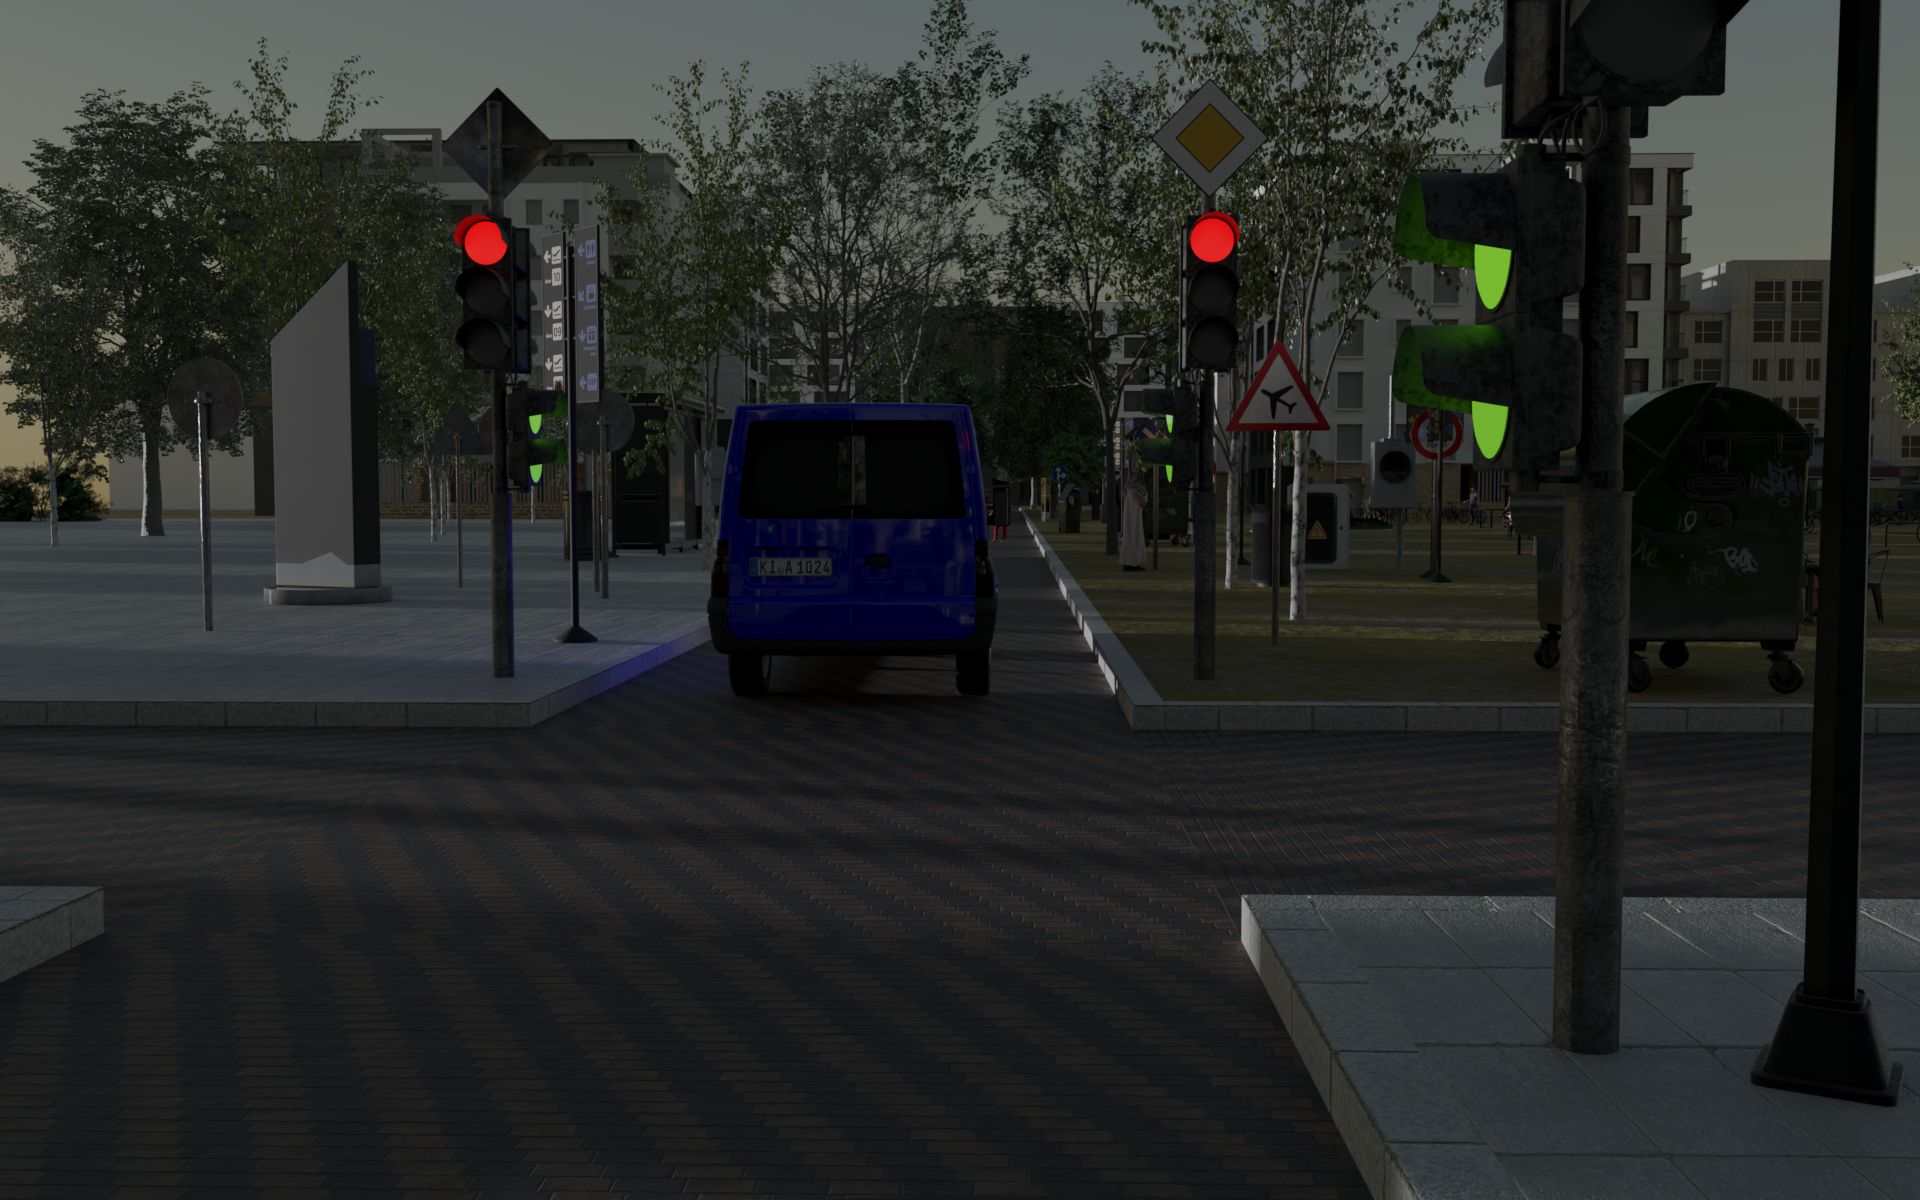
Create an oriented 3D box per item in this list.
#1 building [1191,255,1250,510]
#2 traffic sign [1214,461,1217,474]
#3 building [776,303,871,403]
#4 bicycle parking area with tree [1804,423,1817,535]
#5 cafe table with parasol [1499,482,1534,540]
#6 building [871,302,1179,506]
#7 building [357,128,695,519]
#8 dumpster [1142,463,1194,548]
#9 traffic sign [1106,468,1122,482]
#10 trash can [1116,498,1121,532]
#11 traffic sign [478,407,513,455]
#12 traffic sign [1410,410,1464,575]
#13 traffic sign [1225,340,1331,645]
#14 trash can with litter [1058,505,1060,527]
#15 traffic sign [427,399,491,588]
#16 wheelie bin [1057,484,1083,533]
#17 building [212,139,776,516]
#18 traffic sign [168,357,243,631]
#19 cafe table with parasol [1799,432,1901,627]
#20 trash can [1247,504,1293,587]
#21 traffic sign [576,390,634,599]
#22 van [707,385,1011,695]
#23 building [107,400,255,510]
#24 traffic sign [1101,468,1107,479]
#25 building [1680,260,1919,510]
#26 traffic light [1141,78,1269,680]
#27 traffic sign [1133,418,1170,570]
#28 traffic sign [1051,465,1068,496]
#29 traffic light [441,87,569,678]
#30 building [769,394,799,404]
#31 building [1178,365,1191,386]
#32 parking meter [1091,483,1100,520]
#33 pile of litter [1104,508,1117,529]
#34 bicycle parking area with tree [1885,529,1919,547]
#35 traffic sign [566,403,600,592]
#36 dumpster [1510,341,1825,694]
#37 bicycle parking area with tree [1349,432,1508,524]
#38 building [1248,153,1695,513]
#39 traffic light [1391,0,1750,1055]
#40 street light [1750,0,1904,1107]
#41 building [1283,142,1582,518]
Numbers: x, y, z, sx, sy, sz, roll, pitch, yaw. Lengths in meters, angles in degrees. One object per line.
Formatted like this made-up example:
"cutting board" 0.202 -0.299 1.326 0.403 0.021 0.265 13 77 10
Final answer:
"building" 27.908 -17.524 142.932 16.016 20.091 11.380 0 4 2
"traffic sign" 8.197 -3.540 57.980 0.768 2.556 0.104 0 4 3
"building" -25.542 -21.759 199.727 32.646 21.610 27.936 0 4 2
"bicycle parking area with tree" 24.743 -4.357 58.244 9.016 4.147 8.231 3 5 42
"cafe table with parasol" 16.427 -2.697 48.967 2.610 1.966 2.610 0 4 -2
"building" 7.524 -21.701 198.778 32.646 21.610 27.936 0 4 2
"building" -22.767 -14.556 94.415 16.016 20.091 11.380 0 4 2
"dumpster" 4.894 -2.429 42.213 1.502 2.255 1.985 0 4 2
"traffic sign" 6.662 -4.557 74.608 0.768 2.556 0.104 1 4 9
"trash can" 5.362 -2.875 58.667 0.748 1.137 0.748 0 3 0
"traffic sign" -6.400 -1.482 24.335 0.768 2.556 0.104 0 4 7
"traffic sign" 7.111 -1.577 25.889 0.768 2.556 0.104 1 4 11
"traffic sign" 2.686 -0.898 14.692 0.884 2.594 0.081 0 4 2
"trash can with litter" 4.166 -3.346 66.088 0.624 1.170 1.055 -2 4 -25
"traffic sign" -6.854 -1.449 23.688 0.884 2.594 0.081 0 4 5
"wheelie bin" 3.630 -3.003 57.002 0.693 1.594 0.980 -1 4 -21
"building" -28.765 -16.670 116.529 27.936 21.610 32.646 0 4 2
"traffic sign" -7.057 -0.984 16.188 0.768 2.556 0.104 1 4 10
"cafe table with parasol" 8.318 -0.772 17.486 2.610 1.966 2.610 -1 4 -11
"trash can" 4.361 -0.760 24.088 0.748 1.137 0.748 0 3 0
"traffic sign" -4.355 -1.290 21.191 0.768 2.556 0.104 1 4 10
"van" -0.682 -0.589 14.009 2.240 2.365 5.245 0 4 1
"building" -56.265 -12.521 146.863 28.070 9.664 9.099 0 4 2
"traffic sign" 7.226 -5.133 84.032 0.768 2.556 0.104 1 4 9
"building" 66.913 -16.682 139.203 31.486 18.905 16.747 0 4 2
"traffic light" 1.677 -1.405 11.900 0.839 4.253 0.868 0 4 2
"traffic sign" 3.310 -1.783 29.261 0.768 2.556 0.104 1 4 11
"traffic sign" 4.427 -4.695 76.876 0.768 2.556 0.104 1 4 10
"traffic light" -3.183 -1.413 12.029 0.839 4.253 0.868 0 4 2
"building" -28.154 -12.499 146.501 28.070 9.664 9.099 0 4 2
"building" 29.338 -20.514 191.815 11.380 20.091 16.016 0 4 2
"parking meter" 6.649 -4.844 84.913 0.399 1.863 0.255 -2 4 -30
"pile of litter" 6.125 -3.056 63.927 1.176 0.858 1.719 -2 4 -28
"bicycle parking area with tree" 26.969 -3.278 40.602 8.231 4.147 9.016 -1 4 -14
"traffic sign" -4.771 -1.380 22.671 0.768 2.556 0.104 0 4 3
"dumpster" 4.799 -0.575 11.892 1.502 2.255 1.985 0 4 2
"bicycle parking area with tree" 22.363 -5.551 77.760 9.016 4.147 8.231 -2 4 -27
"building" 33.858 -16.919 120.607 27.936 21.610 32.646 0 4 2
"traffic light" 1.438 -0.917 3.919 0.839 4.253 0.868 0 4 2
"street light" 1.365 -1.903 3.648 1.470 5.913 1.316 0 4 2
"building" 26.885 -14.829 98.880 16.016 20.091 11.380 0 4 2
